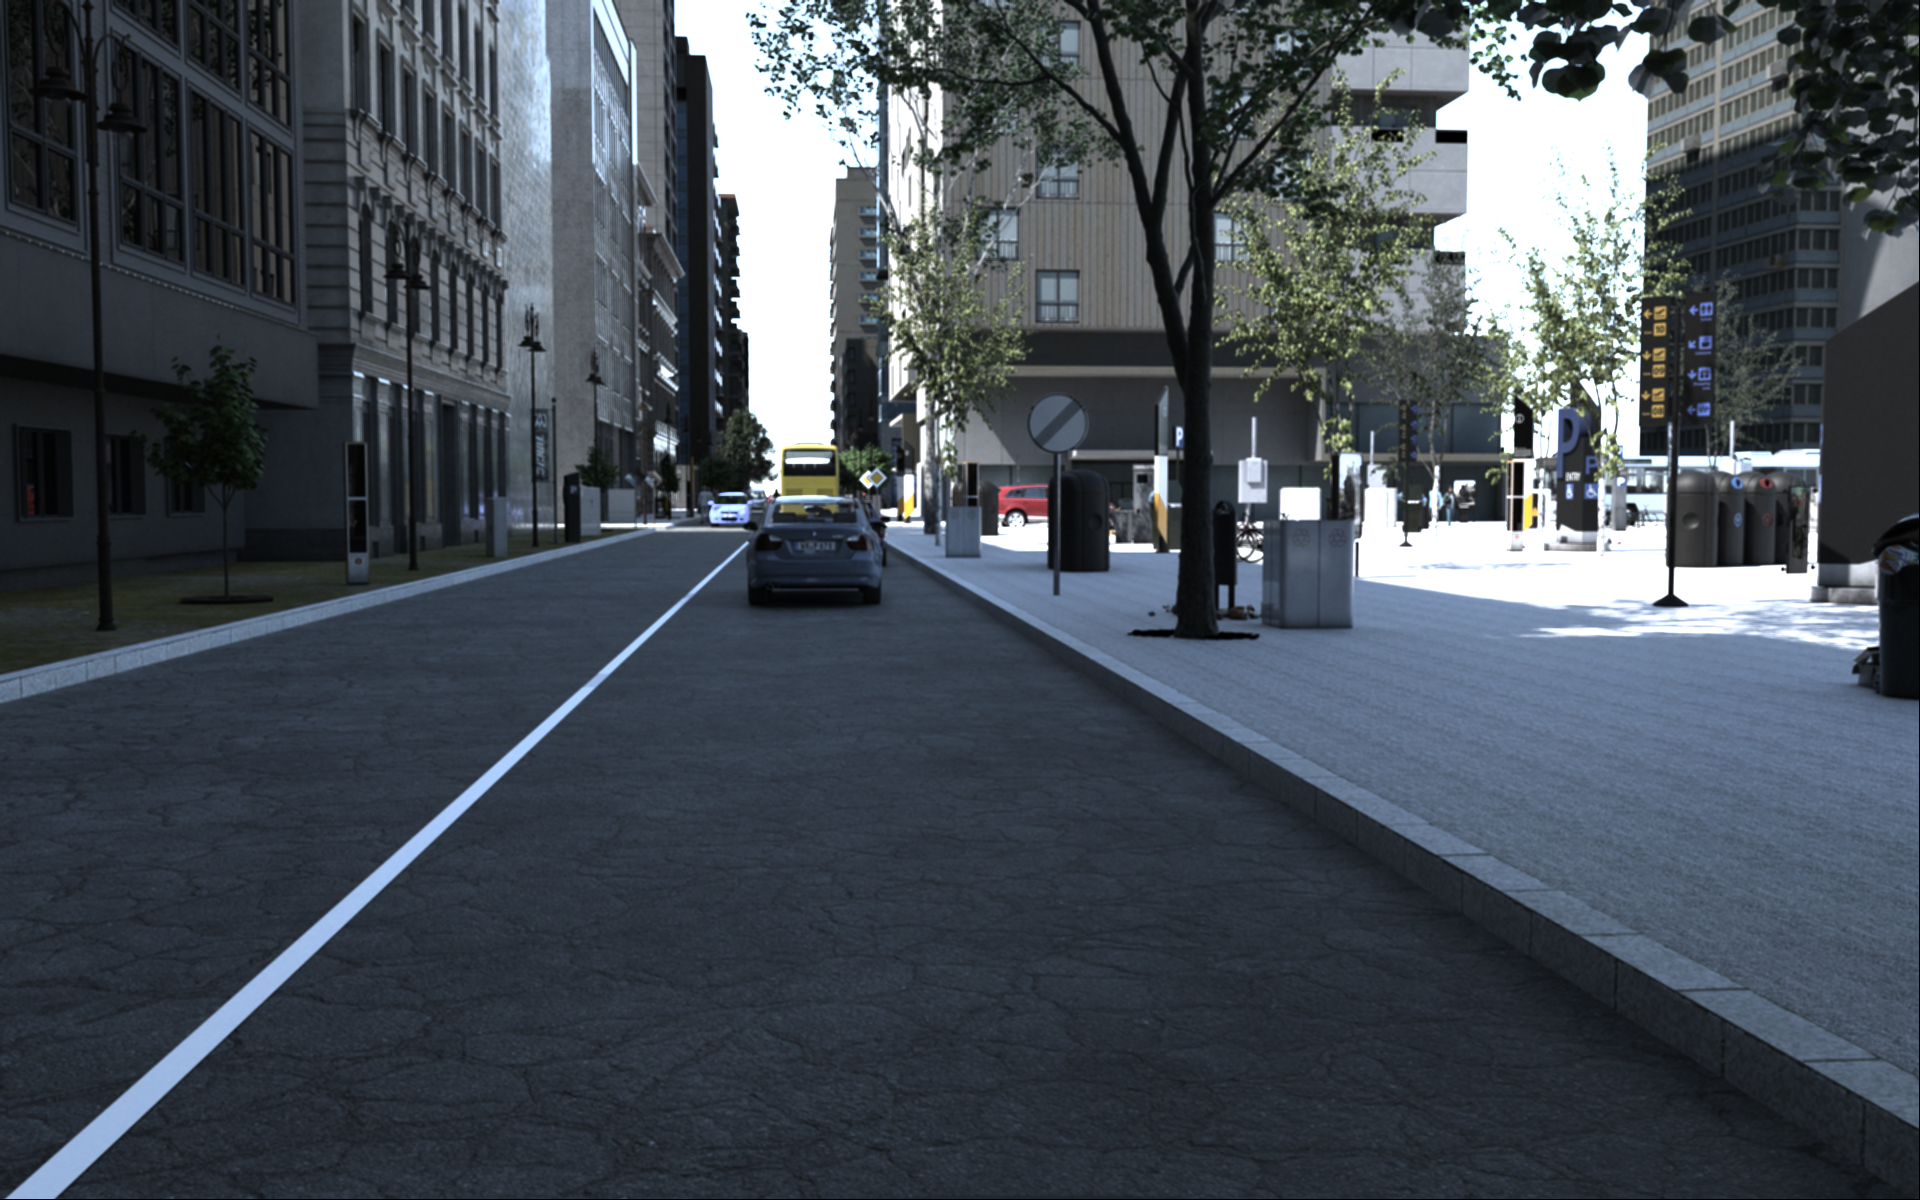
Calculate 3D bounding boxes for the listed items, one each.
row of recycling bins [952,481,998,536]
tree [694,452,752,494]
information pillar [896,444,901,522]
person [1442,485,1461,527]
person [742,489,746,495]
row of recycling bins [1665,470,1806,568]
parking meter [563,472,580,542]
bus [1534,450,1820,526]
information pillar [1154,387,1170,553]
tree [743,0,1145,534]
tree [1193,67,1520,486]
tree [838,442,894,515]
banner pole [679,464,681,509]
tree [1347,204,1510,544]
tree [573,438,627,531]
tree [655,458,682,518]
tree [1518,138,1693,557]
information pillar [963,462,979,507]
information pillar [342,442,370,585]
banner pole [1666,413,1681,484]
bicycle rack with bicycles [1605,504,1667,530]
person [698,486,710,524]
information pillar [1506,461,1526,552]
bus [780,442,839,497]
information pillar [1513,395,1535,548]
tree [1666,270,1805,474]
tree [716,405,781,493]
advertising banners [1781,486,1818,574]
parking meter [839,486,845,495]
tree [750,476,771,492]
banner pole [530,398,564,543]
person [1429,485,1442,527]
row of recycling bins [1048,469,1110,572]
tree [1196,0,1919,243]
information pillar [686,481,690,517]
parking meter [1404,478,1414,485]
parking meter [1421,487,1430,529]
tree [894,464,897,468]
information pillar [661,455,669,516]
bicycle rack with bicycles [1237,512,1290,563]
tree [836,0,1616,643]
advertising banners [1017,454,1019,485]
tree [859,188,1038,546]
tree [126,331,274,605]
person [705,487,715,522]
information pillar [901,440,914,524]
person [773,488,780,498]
[{"bbox_3d":[0.417,-2.889,54.352,1.069,1.692,3.534,-1,4,-12],"label":"row of recycling bins"},{"bbox_3d":[-19.038,-9.196,134.073,4.285,4.588,4.351,0,3,0],"label":"tree"},{"bbox_3d":[-2.710,-5.469,80.775,0.504,3.616,0.183,1,4,20],"label":"information pillar"},{"bbox_3d":[19.877,-3.754,70.220,0.623,1.781,0.721,-3,5,-39],"label":"person"},{"bbox_3d":[-17.110,-7.891,137.698,0.709,1.800,0.728,1,4,15],"label":"person"},{"bbox_3d":[13.898,-1.466,31.085,3.534,1.692,1.069,-2,4,-34],"label":"row of recycling bins"},{"bbox_3d":[-10.358,-2.476,46.188,0.399,1.863,0.255,-2,4,-34],"label":"parking meter"},{"bbox_3d":[29.731,-4.709,71.858,13.247,3.499,2.948,0,4,-6],"label":"bus"},{"bbox_3d":[4.388,-2.835,37.713,0.183,3.616,0.504,2,4,32],"label":"information pillar"},{"bbox_3d":[0.507,-12.168,54.838,12.611,20.169,13.585,0,3,0],"label":"tree"},{"bbox_3d":[6.151,-4.820,29.178,4.737,8.622,4.395,0,3,0],"label":"tree"},{"bbox_3d":[-7.008,-7.943,113.587,4.285,4.588,4.351,0,3,0],"label":"tree"},{"bbox_3d":[-23.602,-9.538,145.957,0.401,3.779,0.863,-1,4,-19],"label":"banner pole"},{"bbox_3d":[12.245,-5.772,44.733,4.360,8.622,3.978,0,3,0],"label":"tree"},{"bbox_3d":[-12.636,-3.995,59.923,1.663,3.219,1.824,0,3,0],"label":"tree"},{"bbox_3d":[-15.404,-5.981,92.391,1.663,3.219,1.824,0,3,0],"label":"tree"},{"bbox_3d":[12.890,-5.187,35.167,4.737,8.622,4.395,0,3,0],"label":"tree"},{"bbox_3d":[0.254,-2.166,39.902,0.304,2.012,0.304,-1,4,-14],"label":"information pillar"},{"bbox_3d":[-8.519,-1.220,24.440,0.304,2.012,0.304,-2,4,-25],"label":"information pillar"},{"bbox_3d":[21.847,-3.855,53.051,0.863,3.779,0.401,-3,5,-40],"label":"banner pole"},{"bbox_3d":[24.165,-3.035,63.008,2.925,0.926,2.852,-1,4,-9],"label":"bicycle rack with bicycles"},{"bbox_3d":[-12.241,-4.576,83.194,0.514,1.842,0.818,-3,5,-43],"label":"person"},{"bbox_3d":[12.333,-2.078,38.461,0.304,2.012,0.304,0,4,-4],"label":"information pillar"},{"bbox_3d":[-6.994,-5.441,80.506,2.896,3.916,12.252,0,4,-5],"label":"bus"},{"bbox_3d":[13.271,-3.028,40.855,0.504,3.616,0.183,3,5,40],"label":"information pillar"},{"bbox_3d":[24.839,-6.495,56.553,4.360,8.622,3.978,0,3,0],"label":"tree"},{"bbox_3d":[-27.453,-18.686,222.530,9.611,12.733,9.660,0,3,0],"label":"tree"},{"bbox_3d":[14.110,-1.948,28.031,2.074,3.025,0.090,-2,4,-23],"label":"advertising banners"},{"bbox_3d":[-8.549,-7.336,125.647,0.399,1.863,0.255,3,5,43],"label":"parking meter"},{"bbox_3d":[-34.803,-21.709,305.298,4.360,8.622,3.978,0,3,0],"label":"tree"},{"bbox_3d":[-10.722,-3.357,44.898,0.863,3.779,0.401,-2,4,-31],"label":"banner pole"},{"bbox_3d":[18.949,-3.710,69.024,0.748,1.841,0.638,-3,5,-40],"label":"person"},{"bbox_3d":[2.000,-1.407,30.112,1.069,1.692,3.534,0,4,0],"label":"row of recycling bins"},{"bbox_3d":[3.559,-5.961,4.126,9.857,13.997,8.962,0,3,0],"label":"tree"},{"bbox_3d":[-14.971,-5.591,95.910,0.304,2.012,0.304,1,4,10],"label":"information pillar"},{"bbox_3d":[16.454,-3.535,63.501,0.255,1.863,0.399,3,4,37],"label":"parking meter"},{"bbox_3d":[16.877,-3.337,62.967,0.372,1.533,0.369,0,3,0],"label":"parking meter"},{"bbox_3d":[-7.739,-8.912,129.419,4.285,4.588,4.351,0,3,0],"label":"tree"},{"bbox_3d":[-17.060,-6.671,100.428,0.504,3.616,0.183,1,4,20],"label":"information pillar"},{"bbox_3d":[5.859,-1.209,33.154,2.925,0.926,2.852,1,4,15],"label":"bicycle rack with bicycles"},{"bbox_3d":[1.944,-5.468,15.150,9.928,11.665,9.643,0,3,0],"label":"tree"},{"bbox_3d":[2.458,-4.784,74.409,0.090,3.025,2.074,0,4,4],"label":"advertising banners"},{"bbox_3d":[-0.294,-5.650,42.734,4.737,8.622,4.395,0,3,0],"label":"tree"},{"bbox_3d":[-8.712,-1.593,20.651,1.663,3.219,1.824,0,3,0],"label":"tree"},{"bbox_3d":[-12.986,-4.941,89.508,0.478,1.798,0.641,2,4,32],"label":"person"},{"bbox_3d":[-2.201,-5.106,74.832,0.504,3.616,0.183,3,4,36],"label":"information pillar"},{"bbox_3d":[-11.843,-6.313,111.720,0.555,1.821,0.388,-2,4,-35],"label":"person"}]
